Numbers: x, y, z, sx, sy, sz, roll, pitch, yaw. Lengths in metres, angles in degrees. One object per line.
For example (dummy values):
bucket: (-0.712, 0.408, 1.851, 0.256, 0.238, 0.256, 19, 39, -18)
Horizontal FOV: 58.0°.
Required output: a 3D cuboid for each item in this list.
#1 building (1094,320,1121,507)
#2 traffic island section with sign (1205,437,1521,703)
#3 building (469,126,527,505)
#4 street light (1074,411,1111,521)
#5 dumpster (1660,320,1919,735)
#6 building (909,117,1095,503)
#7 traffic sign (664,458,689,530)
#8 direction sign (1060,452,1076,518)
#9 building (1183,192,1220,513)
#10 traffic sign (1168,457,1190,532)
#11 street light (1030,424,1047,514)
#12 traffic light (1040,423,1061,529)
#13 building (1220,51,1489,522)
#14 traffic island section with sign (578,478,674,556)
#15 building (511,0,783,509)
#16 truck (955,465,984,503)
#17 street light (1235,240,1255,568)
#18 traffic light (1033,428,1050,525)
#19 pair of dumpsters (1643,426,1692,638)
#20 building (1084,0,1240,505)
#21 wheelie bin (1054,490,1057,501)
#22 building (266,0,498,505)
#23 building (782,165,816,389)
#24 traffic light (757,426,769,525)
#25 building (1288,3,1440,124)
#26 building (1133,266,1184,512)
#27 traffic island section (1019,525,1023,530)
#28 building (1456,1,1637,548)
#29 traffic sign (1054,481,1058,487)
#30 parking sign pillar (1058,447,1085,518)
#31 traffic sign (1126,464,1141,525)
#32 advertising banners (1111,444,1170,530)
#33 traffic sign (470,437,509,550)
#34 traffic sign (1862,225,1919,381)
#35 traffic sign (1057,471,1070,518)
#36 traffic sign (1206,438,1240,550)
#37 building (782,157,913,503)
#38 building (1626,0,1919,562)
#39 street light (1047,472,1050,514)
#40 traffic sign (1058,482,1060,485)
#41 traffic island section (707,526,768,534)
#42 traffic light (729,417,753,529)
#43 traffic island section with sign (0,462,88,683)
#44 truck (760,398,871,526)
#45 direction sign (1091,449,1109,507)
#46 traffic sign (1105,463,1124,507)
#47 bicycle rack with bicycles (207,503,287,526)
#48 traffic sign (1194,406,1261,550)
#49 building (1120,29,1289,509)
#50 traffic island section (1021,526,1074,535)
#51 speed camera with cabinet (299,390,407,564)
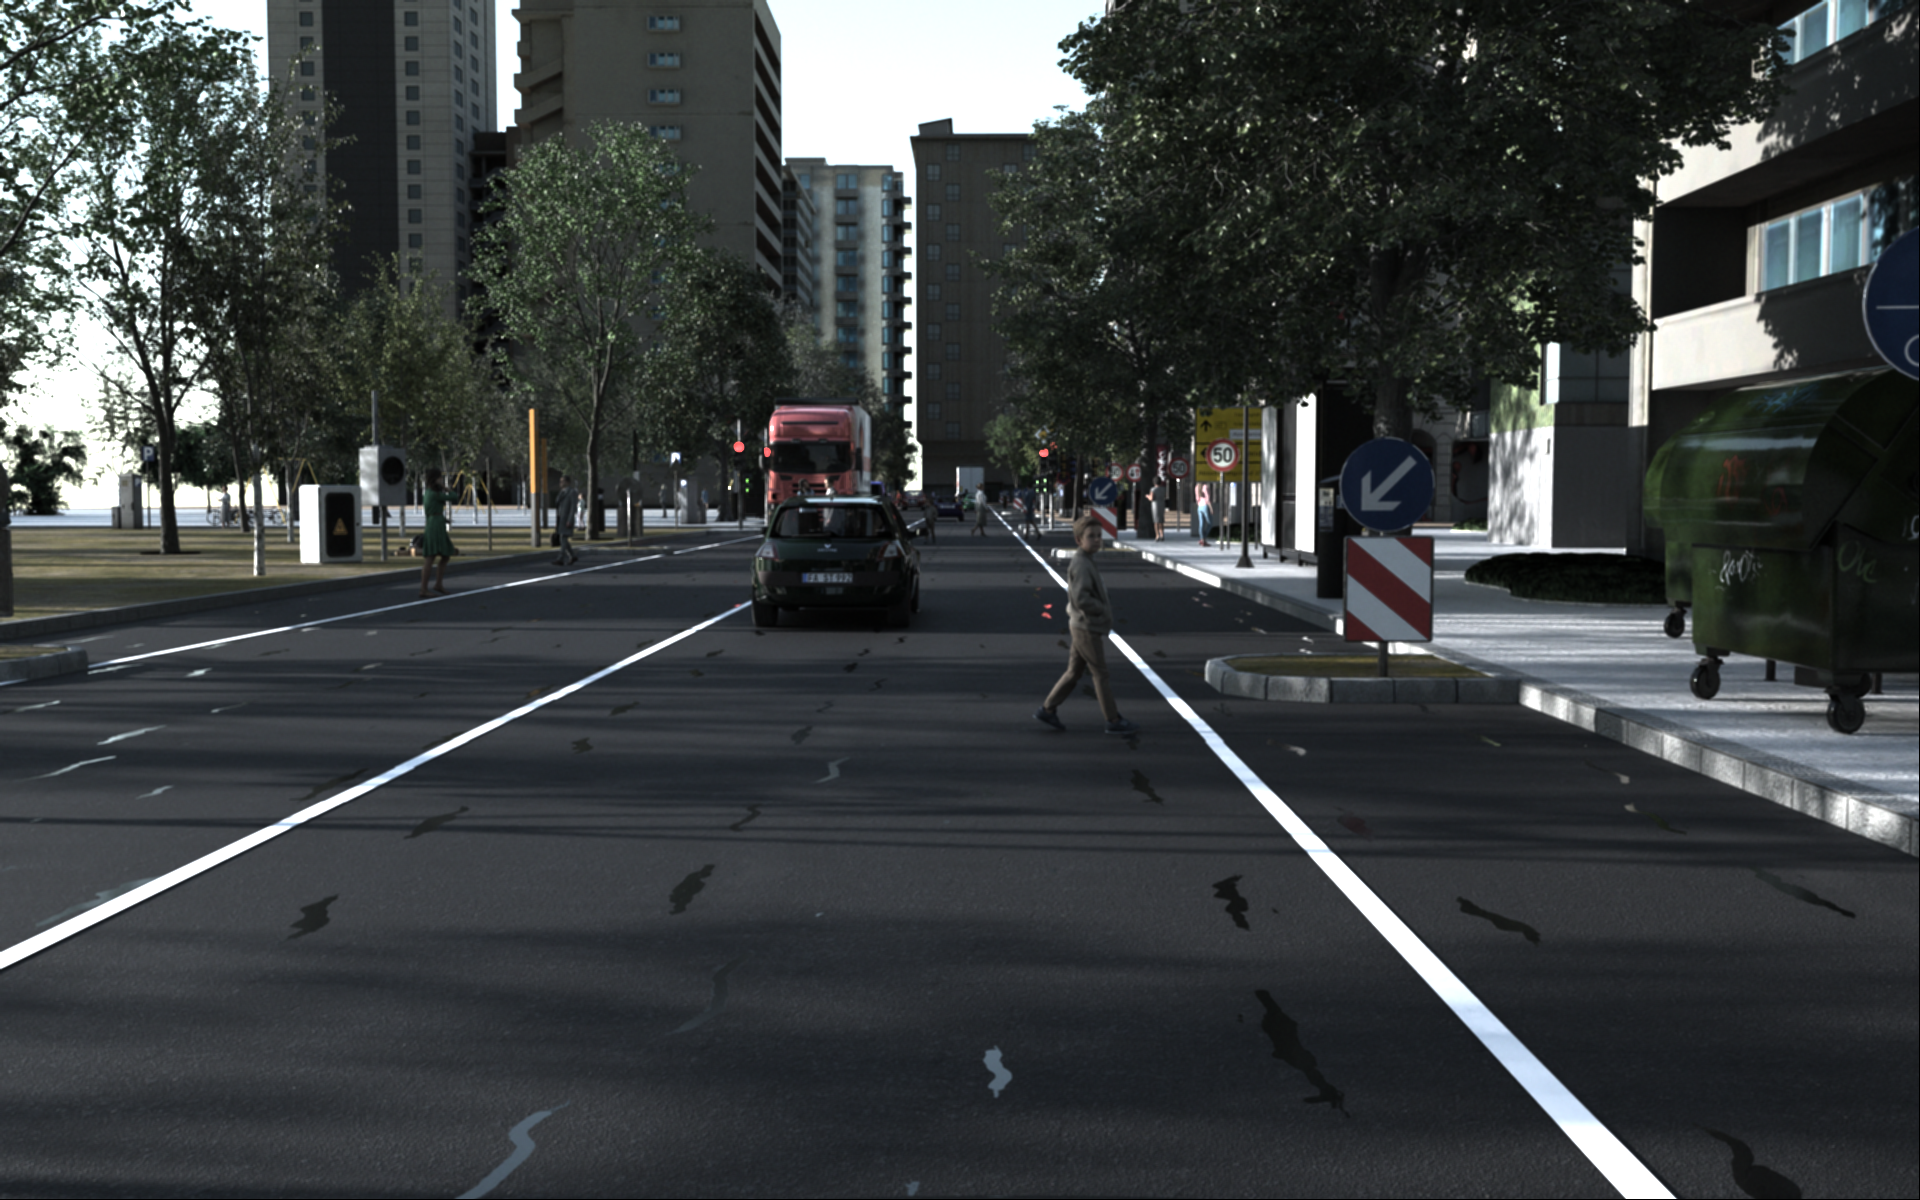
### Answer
building: (28.641, -20.393, 178.458, 27.650, 21.520, 28.899, 0, 4, 1)
traffic island section with sign: (2.875, -0.257, 12.836, 1.989, 1.847, 2.006, 0, 4, 1)
building: (-49.186, -34.035, 206.584, 14.200, 45.320, 14.600, 0, 4, 1)
street light: (4.837, -5.476, 62.069, 1.470, 5.913, 1.316, 0, 4, 1)
dumpster: (5.145, -0.457, 9.962, 1.502, 2.255, 1.985, 0, 4, 1)
building: (7.018, -40.456, 250.689, 27.495, 52.752, 28.713, 0, 4, 1)
traffic sign: (-10.103, -3.773, 61.693, 0.884, 2.594, 0.081, 0, 4, 2)
direction sign: (5.805, -6.188, 93.166, 0.876, 3.537, 0.379, 0, 4, -1)
building: (20.633, -16.004, 103.469, 13.314, 21.916, 24.055, 0, 4, 1)
traffic sign: (7.487, -3.620, 59.300, 0.768, 2.556, 0.104, 0, 4, 2)
street light: (5.228, -8.623, 113.528, 1.470, 5.913, 1.316, 0, 4, 1)
traffic light: (3.316, -4.511, 62.682, 0.839, 4.253, 0.868, 0, 4, 1)
building: (25.776, -14.786, 83.548, 24.055, 21.916, 13.314, 0, 4, 1)
traffic island section with sign: (-7.866, -1.983, 41.050, 1.989, 1.847, 2.006, 0, 4, 1)
building: (-27.803, -32.572, 156.247, 21.300, 48.544, 21.600, 0, 4, 1)
truck: (0.979, -11.132, 170.914, 2.839, 4.237, 11.283, 0, 4, -1)
street light: (4.426, -3.517, 30.052, 1.470, 5.913, 1.316, 0, 4, 1)
traffic light: (3.395, -5.000, 70.666, 0.839, 4.253, 0.868, 0, 4, 1)
pair of dumpsters: (6.889, -0.666, 13.380, 1.574, 2.255, 4.437, 0, 4, 1)
building: (25.479, -46.693, 201.683, 20.563, 71.187, 20.611, 0, 4, 1)
wheelie bin: (7.738, -7.793, 135.318, 0.693, 1.594, 0.980, 3, 5, 44)
building: (-66.615, -46.802, 203.457, 20.611, 71.187, 20.563, 0, 4, 1)
building: (-29.077, -30.955, 197.990, 23.993, 40.220, 32.217, 0, 4, 1)
traffic light: (-7.866, -5.006, 70.762, 0.839, 4.253, 0.868, 0, 4, 1)
building: (50.347, -40.343, 201.610, 28.212, 58.520, 21.231, 0, 4, 1)
building: (21.487, -19.041, 130.383, 14.314, 24.678, 30.058, 0, 4, 1)
traffic island section: (3.435, -2.966, 70.780, 2.009, 0.180, 2.903, 0, 4, 1)
building: (21.130, -22.205, 46.644, 14.154, 41.232, 14.086, 0, 4, 1)
traffic sign: (7.366, -7.836, 128.117, 0.884, 2.594, 0.081, 1, 4, 10)
parking sign pillar: (6.136, -6.521, 95.098, 1.447, 3.967, 1.447, -2, 4, -28)
traffic sign: (7.294, -4.415, 72.290, 0.768, 2.556, 0.104, 1, 4, 9)
advertising banners: (6.361, -3.960, 60.927, 2.074, 3.025, 0.090, 1, 4, 10)
traffic sign: (-10.691, -2.406, 39.341, 0.884, 2.594, 0.081, 0, 4, 2)
traffic sign: (4.599, -0.491, 8.130, 0.768, 2.556, 0.104, 0, 4, 8)
traffic sign: (5.602, -5.722, 93.655, 0.768, 2.556, 0.104, 0, 4, 1)
traffic sign: (5.985, -2.411, 39.521, 0.768, 2.556, 0.104, 0, 4, 6)
building: (-21.978, -38.483, 248.808, 30.456, 49.044, 23.786, 0, 4, 1)
building: (21.969, -24.096, 17.664, 21.300, 48.544, 21.600, 0, 4, 1)
street light: (4.969, -6.665, 81.509, 1.470, 5.913, 1.316, 0, 4, 1)
traffic sign: (6.588, -6.745, 110.393, 0.768, 2.556, 0.104, 0, 4, 1)
traffic island section: (-7.985, -2.485, 62.912, 2.009, 0.180, 2.903, 0, 4, 1)
traffic light: (-7.945, -4.517, 62.777, 0.839, 4.253, 0.868, 0, 4, 1)
traffic island section with sign: (-8.149, -0.311, 13.709, 1.989, 1.847, 2.006, 0, 4, 1)
truck: (-4.177, -3.900, 52.683, 2.839, 4.237, 11.283, 0, 4, 0)
direction sign: (6.390, -5.327, 79.089, 0.876, 3.537, 0.379, 2, 4, 34)
traffic sign: (6.316, -4.324, 70.803, 0.768, 2.556, 0.104, 0, 4, 5)
bicycle rack with bicycles: (-29.645, -3.552, 71.461, 2.925, 0.926, 2.852, 0, 4, 0)
traffic sign: (6.533, -2.819, 39.971, 2.265, 3.308, 0.079, 0, 4, 5)
building: (21.457, -28.922, 156.474, 14.154, 41.232, 14.086, 0, 4, 1)
traffic island section: (3.356, -2.478, 62.795, 2.009, 0.180, 2.903, 0, 4, 1)
speed camera with cabinet: (-11.364, -2.333, 32.473, 0.660, 3.252, 2.038, 2, 4, 31)
